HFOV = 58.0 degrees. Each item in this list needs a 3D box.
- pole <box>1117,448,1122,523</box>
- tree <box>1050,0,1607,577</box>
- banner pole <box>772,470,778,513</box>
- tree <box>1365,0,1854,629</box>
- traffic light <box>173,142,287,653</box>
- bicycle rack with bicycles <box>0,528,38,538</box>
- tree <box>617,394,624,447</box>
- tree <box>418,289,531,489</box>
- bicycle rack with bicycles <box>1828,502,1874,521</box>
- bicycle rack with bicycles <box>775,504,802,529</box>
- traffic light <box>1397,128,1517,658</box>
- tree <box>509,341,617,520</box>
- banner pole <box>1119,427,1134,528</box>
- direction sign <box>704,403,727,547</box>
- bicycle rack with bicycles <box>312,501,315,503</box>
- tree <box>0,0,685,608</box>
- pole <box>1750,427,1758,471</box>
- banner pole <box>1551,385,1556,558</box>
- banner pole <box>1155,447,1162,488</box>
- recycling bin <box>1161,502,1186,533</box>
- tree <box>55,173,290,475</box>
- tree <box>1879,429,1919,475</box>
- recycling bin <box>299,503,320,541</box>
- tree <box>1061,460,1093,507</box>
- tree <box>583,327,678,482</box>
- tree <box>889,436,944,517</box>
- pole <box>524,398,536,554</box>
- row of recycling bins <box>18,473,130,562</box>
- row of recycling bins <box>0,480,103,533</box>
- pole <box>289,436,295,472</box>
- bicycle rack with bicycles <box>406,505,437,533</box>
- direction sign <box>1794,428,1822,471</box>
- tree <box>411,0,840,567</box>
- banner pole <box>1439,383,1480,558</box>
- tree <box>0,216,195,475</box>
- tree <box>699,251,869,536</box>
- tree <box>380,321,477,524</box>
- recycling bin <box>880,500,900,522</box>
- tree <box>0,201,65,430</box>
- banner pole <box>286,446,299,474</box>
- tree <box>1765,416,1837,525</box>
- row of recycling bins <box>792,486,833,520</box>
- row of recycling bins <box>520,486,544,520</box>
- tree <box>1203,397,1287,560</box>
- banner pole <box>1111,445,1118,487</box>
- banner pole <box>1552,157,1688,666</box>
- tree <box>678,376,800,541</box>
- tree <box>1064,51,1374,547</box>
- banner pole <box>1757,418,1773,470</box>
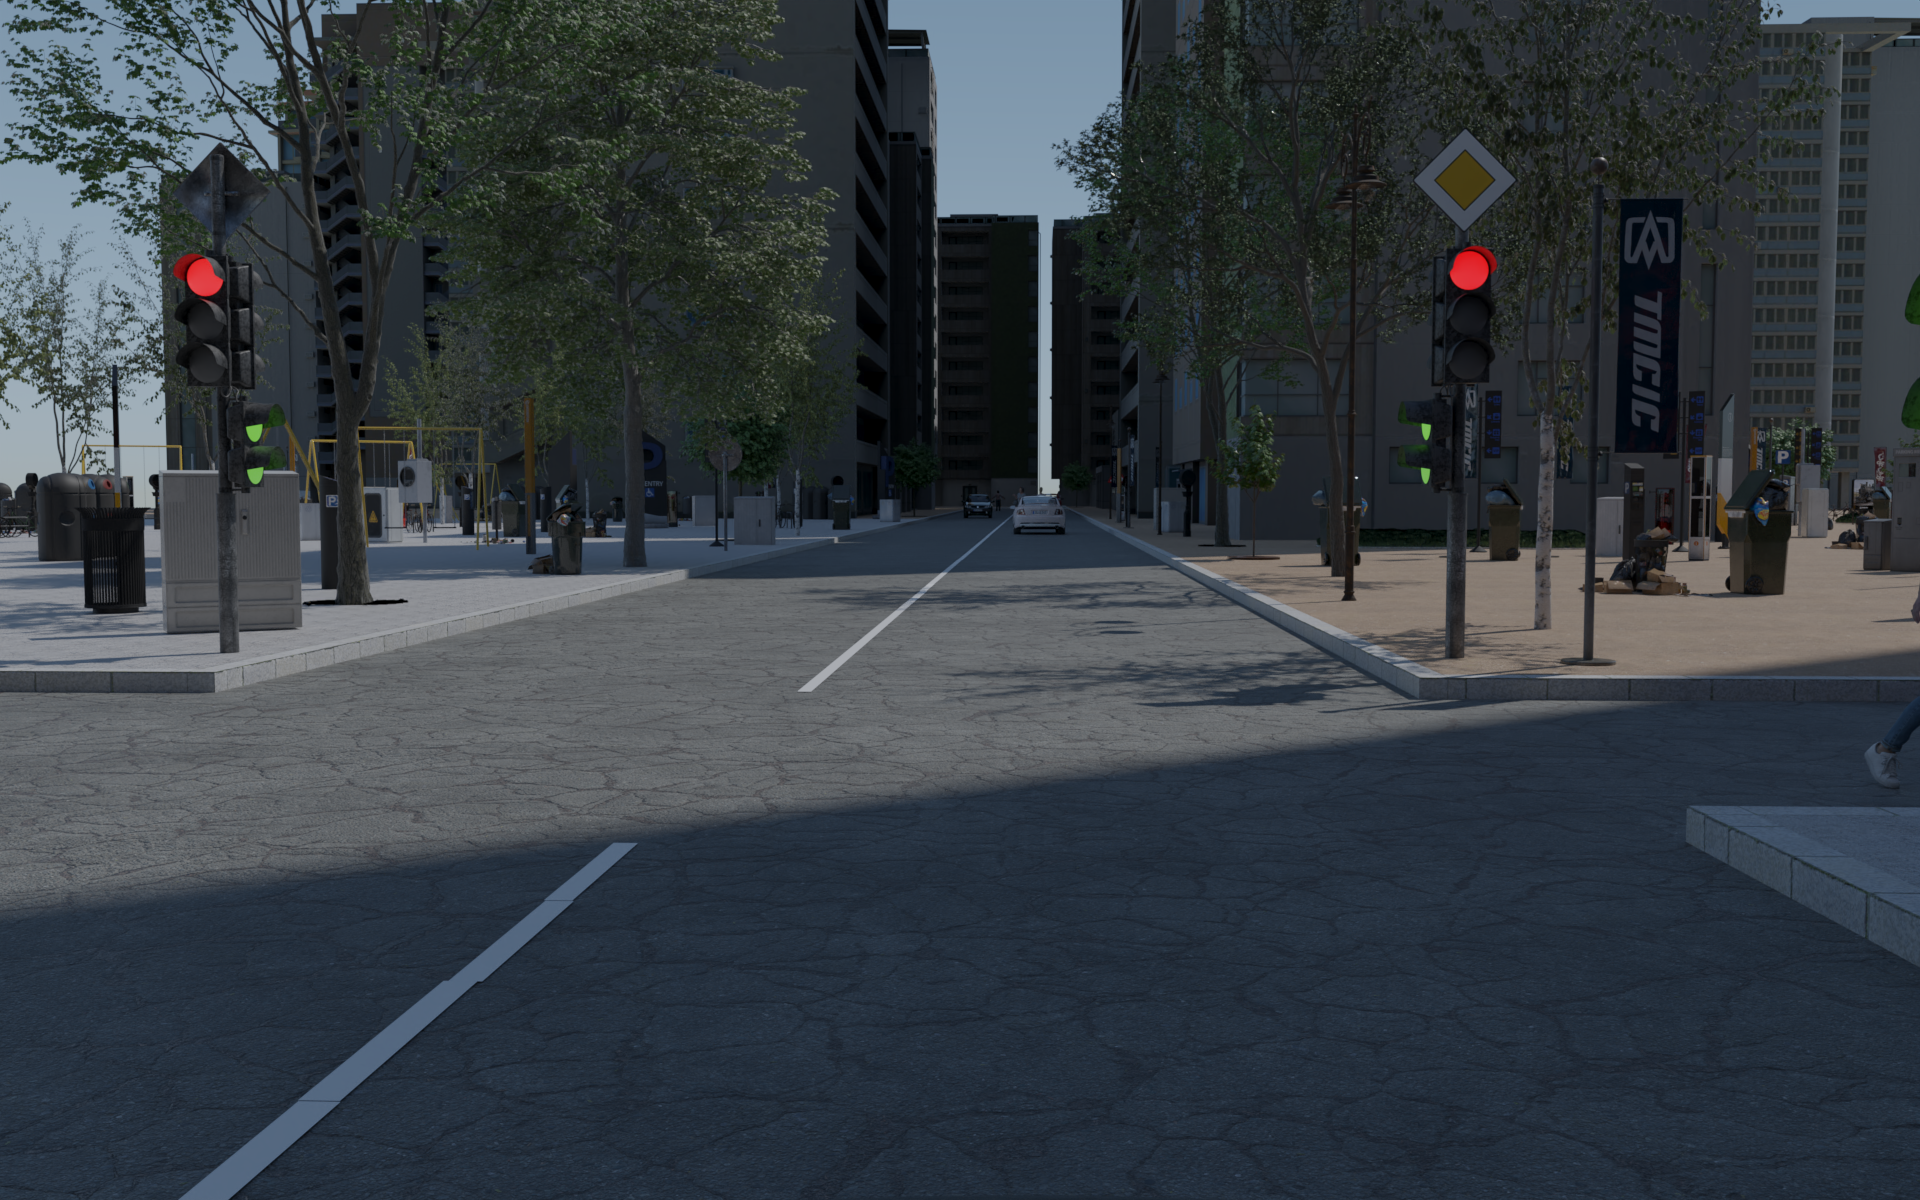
[{"bbox_3d":[7.108,-5.099,77.206,0.158,3.312,0.155,0,3,0],"label":"pole"},{"bbox_3d":[5.880,-5.662,26.981,8.767,10.594,7.601,-1,4,-10],"label":"tree"},{"bbox_3d":[-9.340,-5.960,87.460,0.401,3.779,0.863,1,4,18],"label":"banner pole"},{"bbox_3d":[5.782,-4.027,16.198,4.360,8.622,3.978,0,3,0],"label":"tree"},{"bbox_3d":[-5.891,-1.527,13.889,0.839,4.253,0.868,0,4,3],"label":"traffic light"},{"bbox_3d":[-28.481,-2.296,50.917,2.852,0.926,2.925,3,4,37],"label":"bicycle rack with bicycles"},{"bbox_3d":[-17.953,-8.188,84.243,4.737,8.622,4.395,0,3,0],"label":"tree"},{"bbox_3d":[-17.715,-6.878,62.819,4.360,8.622,3.978,0,3,0],"label":"tree"},{"bbox_3d":[45.335,-4.442,86.005,2.925,0.926,2.852,0,4,0],"label":"bicycle rack with bicycles"},{"bbox_3d":[-7.176,-3.160,65.043,2.852,0.926,2.925,-1,4,-10],"label":"bicycle rack with bicycles"},{"bbox_3d":[3.861,-1.501,13.470,0.839,4.253,0.868,0,4,3],"label":"traffic light"},{"bbox_3d":[-18.722,-7.871,79.058,4.737,8.622,4.395,0,3,0],"label":"tree"},{"bbox_3d":[6.382,-4.568,64.704,0.401,3.779,0.863,-1,4,-12],"label":"banner pole"},{"bbox_3d":[-5.949,-3.075,42.266,0.379,3.537,0.876,-3,5,-45],"label":"direction sign"},{"bbox_3d":[-32.489,-4.617,88.876,2.925,0.926,2.852,-3,5,-41],"label":"bicycle rack with bicycles"},{"bbox_3d":[-7.030,-5.763,19.982,9.928,11.665,9.643,0,3,0],"label":"tree"},{"bbox_3d":[24.212,-3.612,52.891,0.158,3.312,0.155,0,3,0],"label":"pole"},{"bbox_3d":[12.151,-2.759,35.123,0.863,3.779,0.401,-2,4,-29],"label":"banner pole"},{"bbox_3d":[9.311,-5.570,81.082,0.401,3.779,0.863,2,4,30],"label":"banner pole"},{"bbox_3d":[7.143,-2.779,57.997,0.722,1.027,0.722,-1,4,-20],"label":"recycling bin"},{"bbox_3d":[-17.355,-5.469,39.784,4.360,8.622,3.978,0,3,0],"label":"tree"},{"bbox_3d":[27.824,-3.431,50.706,1.663,3.219,1.824,0,3,0],"label":"tree"},{"bbox_3d":[-17.919,-2.162,47.896,0.722,1.027,0.722,-3,4,-36],"label":"recycling bin"},{"bbox_3d":[11.176,-11.148,165.984,4.285,4.588,4.351,0,3,0],"label":"tree"},{"bbox_3d":[-13.160,-7.351,70.550,4.360,8.622,3.978,0,3,0],"label":"tree"},{"bbox_3d":[-2.623,-6.988,97.968,4.285,4.588,4.351,0,3,0],"label":"tree"},{"bbox_3d":[-9.154,-2.631,36.867,0.158,3.312,0.155,0,3,0],"label":"pole"},{"bbox_3d":[-17.489,-1.678,34.546,1.069,1.692,3.534,-1,4,-9],"label":"row of recycling bins"},{"bbox_3d":[-32.883,-3.365,62.123,3.534,1.692,1.069,-1,4,-21],"label":"row of recycling bins"},{"bbox_3d":[-23.422,-4.095,60.800,0.158,3.312,0.155,0,3,0],"label":"pole"},{"bbox_3d":[-18.664,-2.733,58.069,2.852,0.926,2.925,0,4,5],"label":"bicycle rack with bicycles"},{"bbox_3d":[29.124,-4.131,59.537,0.379,3.537,0.876,-3,5,-45],"label":"direction sign"},{"bbox_3d":[-6.145,-6.867,30.409,7.486,12.596,7.792,0,3,0],"label":"tree"},{"bbox_3d":[10.025,-2.733,34.708,0.401,3.779,0.863,-3,4,-37],"label":"banner pole"},{"bbox_3d":[-24.031,-5.898,46.790,4.360,8.622,3.978,0,3,0],"label":"tree"},{"bbox_3d":[-4.956,-6.302,53.405,4.737,8.622,4.395,0,3,0],"label":"tree"},{"bbox_3d":[-22.077,-7.490,72.816,4.737,8.622,4.395,0,3,0],"label":"tree"},{"bbox_3d":[-3.211,-4.102,79.616,0.722,1.027,0.722,2,4,28],"label":"recycling bin"},{"bbox_3d":[-23.685,-5.540,40.940,4.737,8.622,4.395,0,3,0],"label":"tree"},{"bbox_3d":[-34.882,-6.141,90.427,0.863,3.779,0.401,1,4,10],"label":"banner pole"},{"bbox_3d":[35.195,-5.446,72.756,4.285,4.588,4.351,0,3,0],"label":"tree"},{"bbox_3d":[-7.201,-4.915,87.476,3.534,1.692,1.069,3,5,44],"label":"row of recycling bins"},{"bbox_3d":[-21.431,-4.854,86.470,1.069,1.692,3.534,0,4,7],"label":"row of recycling bins"},{"bbox_3d":[5.876,-2.416,34.095,1.663,3.219,1.824,0,3,0],"label":"tree"},{"bbox_3d":[7.087,-5.402,78.343,0.401,3.779,0.863,3,5,43],"label":"banner pole"},{"bbox_3d":[4.981,-1.404,12.977,0.863,3.779,0.401,0,4,2],"label":"banner pole"},{"bbox_3d":[-5.960,-3.911,47.655,4.285,4.588,4.351,0,3,0],"label":"tree"},{"bbox_3d":[6.226,-7.104,41.902,9.928,11.665,9.643,0,3,0],"label":"tree"},{"bbox_3d":[26.636,-4.123,57.421,0.863,3.779,0.401,-1,4,-9],"label":"banner pole"}]
